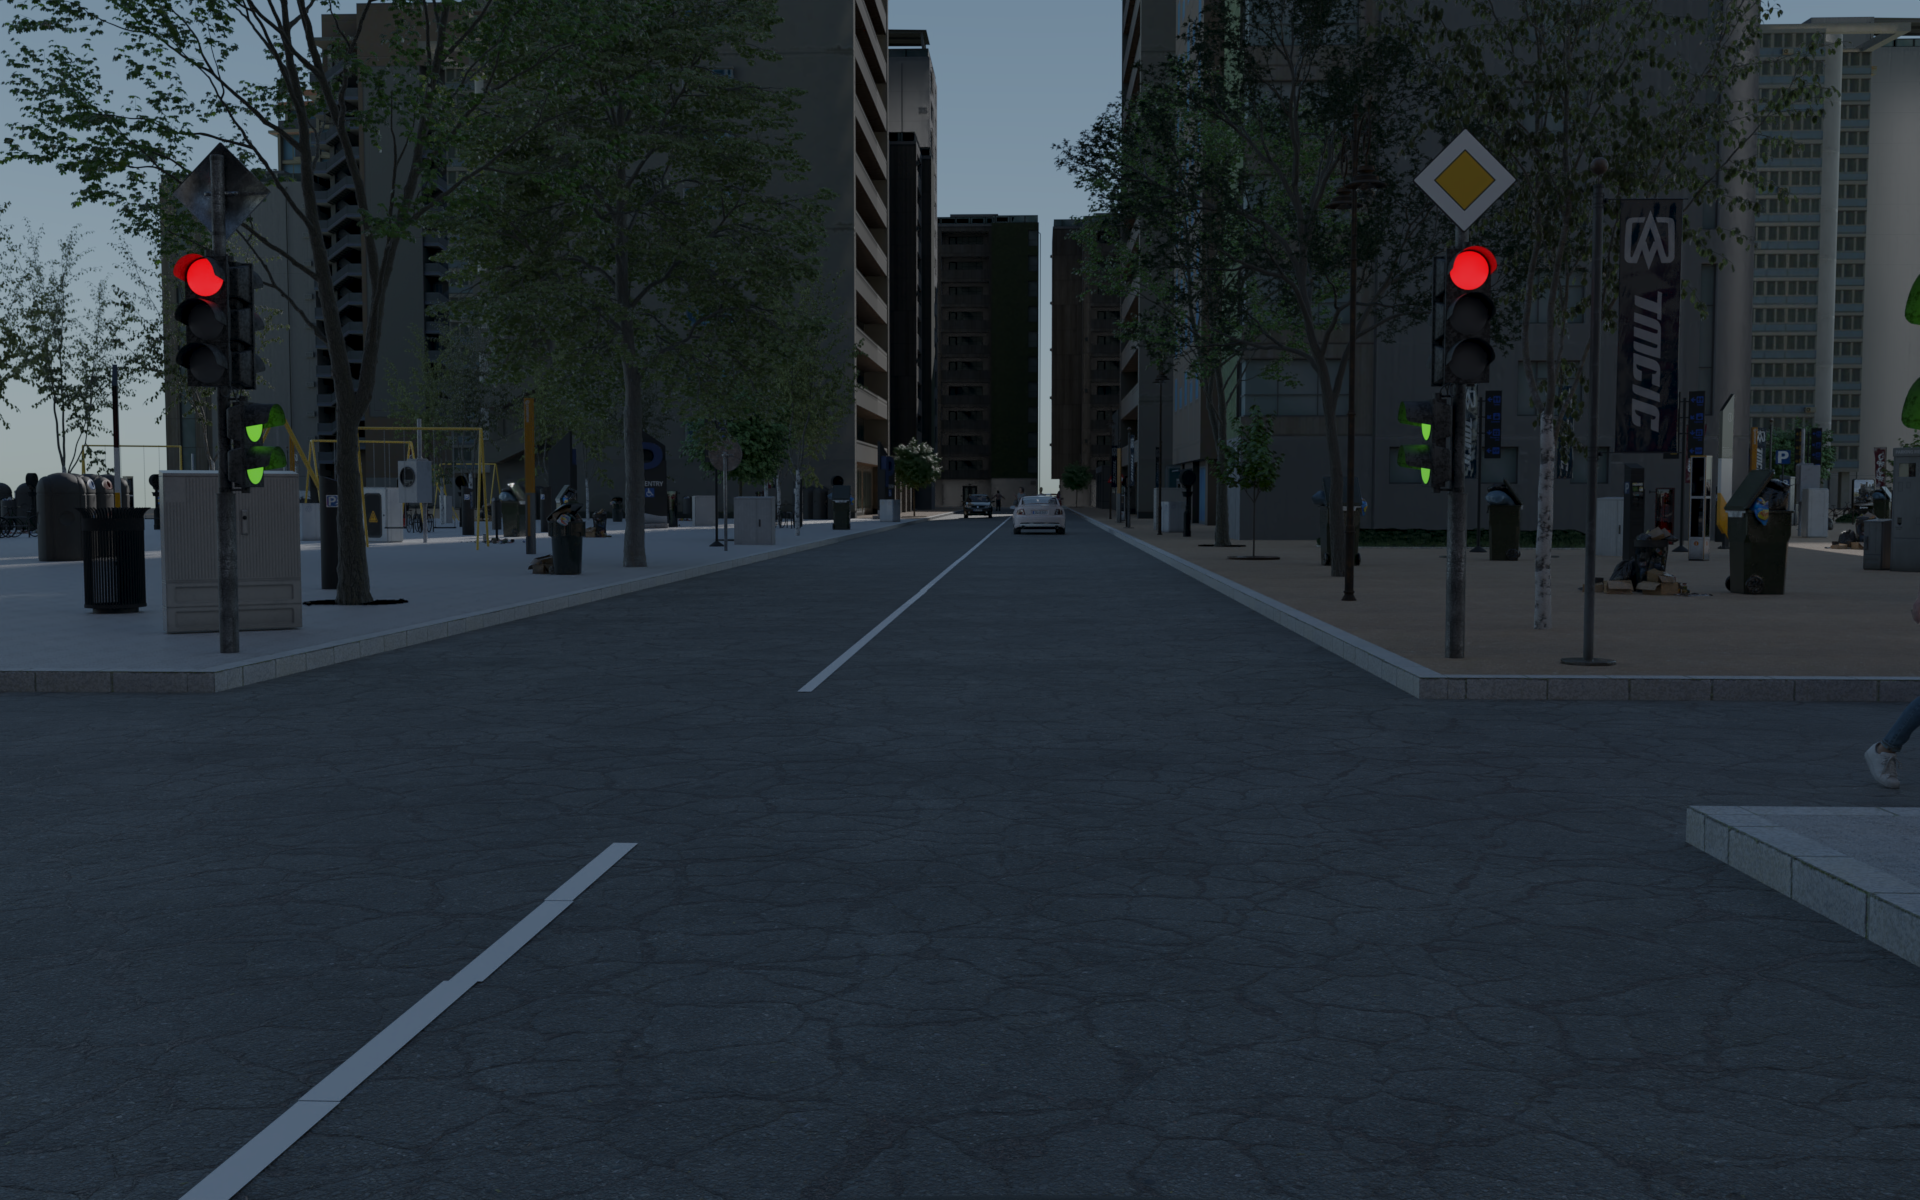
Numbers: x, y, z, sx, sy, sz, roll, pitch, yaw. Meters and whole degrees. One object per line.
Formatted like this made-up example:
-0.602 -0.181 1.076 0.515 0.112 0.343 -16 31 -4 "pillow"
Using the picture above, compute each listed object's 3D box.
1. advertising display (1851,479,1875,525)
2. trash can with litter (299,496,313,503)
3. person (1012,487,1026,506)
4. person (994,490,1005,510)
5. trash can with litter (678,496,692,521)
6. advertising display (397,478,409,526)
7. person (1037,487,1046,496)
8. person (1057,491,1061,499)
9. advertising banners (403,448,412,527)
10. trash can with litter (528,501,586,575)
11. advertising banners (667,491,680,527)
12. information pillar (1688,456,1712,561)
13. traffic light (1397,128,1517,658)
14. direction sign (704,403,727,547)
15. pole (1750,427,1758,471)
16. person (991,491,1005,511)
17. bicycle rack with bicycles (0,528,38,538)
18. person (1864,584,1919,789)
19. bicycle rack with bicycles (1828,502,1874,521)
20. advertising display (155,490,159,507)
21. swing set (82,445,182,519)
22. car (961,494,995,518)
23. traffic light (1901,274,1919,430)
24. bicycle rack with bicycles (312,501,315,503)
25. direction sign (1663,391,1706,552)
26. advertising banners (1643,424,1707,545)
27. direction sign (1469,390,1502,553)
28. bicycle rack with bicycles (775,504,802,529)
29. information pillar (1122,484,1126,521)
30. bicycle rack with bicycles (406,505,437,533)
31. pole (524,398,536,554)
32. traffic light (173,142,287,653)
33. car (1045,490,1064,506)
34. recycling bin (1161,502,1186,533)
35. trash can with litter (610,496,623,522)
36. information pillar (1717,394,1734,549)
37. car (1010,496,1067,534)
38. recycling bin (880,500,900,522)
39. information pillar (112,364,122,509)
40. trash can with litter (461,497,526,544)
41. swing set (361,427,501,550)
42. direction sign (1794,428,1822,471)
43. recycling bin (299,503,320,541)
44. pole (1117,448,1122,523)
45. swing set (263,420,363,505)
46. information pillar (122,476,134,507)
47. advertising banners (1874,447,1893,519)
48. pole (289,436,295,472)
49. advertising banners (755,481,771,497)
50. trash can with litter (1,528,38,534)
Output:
37.979 -4.137 72.850 0.974 1.923 0.123 0 4 -7 "advertising display"
-26.285 -3.511 68.467 2.233 1.210 1.678 -3 5 -43 "trash can with litter"
2.789 -4.511 82.615 0.716 1.782 0.532 3 5 40 "person"
3.243 -8.405 146.650 1.217 1.736 0.721 -1 4 -9 "person"
-12.704 -4.352 82.218 2.233 1.210 1.678 2 4 30 "trash can with litter"
-22.287 -3.919 69.287 0.123 1.923 0.974 0 4 2 "advertising display"
3.690 -4.030 75.056 0.731 1.740 0.598 -3 5 -40 "person"
9.213 -9.306 161.329 0.621 1.740 0.551 -1 4 -9 "person"
-20.847 -4.196 64.788 0.090 3.025 2.074 0 4 6 "advertising banners"
-6.485 -0.996 27.669 1.055 1.170 0.624 2 4 33 "trash can with litter"
-11.805 -4.343 67.200 2.074 3.025 0.090 1 4 21 "advertising banners"
14.194 -1.757 33.215 0.304 2.012 0.304 3 5 44 "information pillar"
3.861 -1.501 13.470 0.839 4.253 0.868 0 4 3 "traffic light"
-5.949 -3.075 42.266 0.379 3.537 0.876 -3 5 -45 "direction sign"
24.212 -3.612 52.891 0.158 3.312 0.155 0 3 0 "pole"
3.163 -8.314 145.142 1.217 1.736 0.721 -1 4 -12 "person"
-28.481 -2.296 50.917 2.852 0.926 2.925 3 4 37 "bicycle rack with bicycles"
4.716 0.050 8.363 0.598 1.740 0.731 3 5 39 "person"
45.335 -4.442 86.005 2.925 0.926 2.852 0 4 0 "bicycle rack with bicycles"
-35.379 -4.407 77.261 0.974 1.923 0.123 -2 4 -29 "advertising display"
-26.566 -3.533 55.378 3.119 2.851 2.862 -2 4 -23 "swing set"
1.090 -5.758 103.936 2.009 1.686 4.222 0 4 1 "car"
3.504 -1.014 5.493 0.839 4.253 0.868 0 4 3 "traffic light"
-32.489 -4.617 88.876 2.925 0.926 2.852 -3 5 -41 "bicycle rack with bicycles"
15.981 -2.831 38.284 0.876 3.537 0.379 3 5 43 "direction sign"
17.847 -2.917 43.880 0.090 3.025 2.074 -3 5 -45 "advertising banners"
11.416 -2.817 38.047 0.876 3.537 0.379 1 4 19 "direction sign"
-7.176 -3.160 65.043 2.852 0.926 2.925 -1 4 -10 "bicycle rack with bicycles"
7.719 -4.766 82.413 0.304 2.012 0.304 1 4 13 "information pillar"
-18.664 -2.733 58.069 2.852 0.926 2.925 0 4 5 "bicycle rack with bicycles"
-9.154 -2.631 36.867 0.158 3.312 0.155 0 3 0 "pole"
-5.891 -1.527 13.889 0.839 4.253 0.868 0 4 3 "traffic light"
7.534 -8.235 143.686 2.155 1.783 4.494 0 4 4 "car"
7.143 -2.779 57.997 0.722 1.027 0.722 -1 4 -20 "recycling bin"
-15.900 -4.197 80.013 0.624 1.170 1.055 -1 4 -17 "trash can with litter"
17.827 -2.996 40.335 0.504 3.616 0.183 -3 4 -37 "information pillar"
2.856 -3.090 62.890 2.083 1.381 4.827 0 4 1 "car"
-3.211 -4.102 79.616 0.722 1.027 0.722 2 4 28 "recycling bin"
-15.148 -2.433 31.128 0.183 3.616 0.504 -2 4 -24 "information pillar"
-12.247 -2.097 45.338 1.678 1.210 2.233 -1 4 -14 "trash can with litter"
-12.557 -2.633 40.672 3.119 2.851 2.862 -1 4 -10 "swing set"
29.124 -4.131 59.537 0.379 3.537 0.876 -3 5 -45 "direction sign"
-17.919 -2.162 47.896 0.722 1.027 0.722 -3 4 -36 "recycling bin"
7.108 -5.099 77.206 0.158 3.312 0.155 0 3 0 "pole"
-13.339 -2.220 33.910 2.862 2.851 3.119 -1 4 -21 "swing set"
-33.877 -4.042 70.570 0.304 2.012 0.304 2 4 34 "information pillar"
34.545 -4.131 63.724 0.090 3.025 2.074 -2 4 -28 "advertising banners"
-23.422 -4.095 60.800 0.158 3.312 0.155 0 3 0 "pole"
-9.649 -5.450 85.299 0.090 3.025 2.074 1 4 16 "advertising banners"
-30.438 -2.744 55.928 2.233 1.210 1.678 0 4 7 "trash can with litter"
